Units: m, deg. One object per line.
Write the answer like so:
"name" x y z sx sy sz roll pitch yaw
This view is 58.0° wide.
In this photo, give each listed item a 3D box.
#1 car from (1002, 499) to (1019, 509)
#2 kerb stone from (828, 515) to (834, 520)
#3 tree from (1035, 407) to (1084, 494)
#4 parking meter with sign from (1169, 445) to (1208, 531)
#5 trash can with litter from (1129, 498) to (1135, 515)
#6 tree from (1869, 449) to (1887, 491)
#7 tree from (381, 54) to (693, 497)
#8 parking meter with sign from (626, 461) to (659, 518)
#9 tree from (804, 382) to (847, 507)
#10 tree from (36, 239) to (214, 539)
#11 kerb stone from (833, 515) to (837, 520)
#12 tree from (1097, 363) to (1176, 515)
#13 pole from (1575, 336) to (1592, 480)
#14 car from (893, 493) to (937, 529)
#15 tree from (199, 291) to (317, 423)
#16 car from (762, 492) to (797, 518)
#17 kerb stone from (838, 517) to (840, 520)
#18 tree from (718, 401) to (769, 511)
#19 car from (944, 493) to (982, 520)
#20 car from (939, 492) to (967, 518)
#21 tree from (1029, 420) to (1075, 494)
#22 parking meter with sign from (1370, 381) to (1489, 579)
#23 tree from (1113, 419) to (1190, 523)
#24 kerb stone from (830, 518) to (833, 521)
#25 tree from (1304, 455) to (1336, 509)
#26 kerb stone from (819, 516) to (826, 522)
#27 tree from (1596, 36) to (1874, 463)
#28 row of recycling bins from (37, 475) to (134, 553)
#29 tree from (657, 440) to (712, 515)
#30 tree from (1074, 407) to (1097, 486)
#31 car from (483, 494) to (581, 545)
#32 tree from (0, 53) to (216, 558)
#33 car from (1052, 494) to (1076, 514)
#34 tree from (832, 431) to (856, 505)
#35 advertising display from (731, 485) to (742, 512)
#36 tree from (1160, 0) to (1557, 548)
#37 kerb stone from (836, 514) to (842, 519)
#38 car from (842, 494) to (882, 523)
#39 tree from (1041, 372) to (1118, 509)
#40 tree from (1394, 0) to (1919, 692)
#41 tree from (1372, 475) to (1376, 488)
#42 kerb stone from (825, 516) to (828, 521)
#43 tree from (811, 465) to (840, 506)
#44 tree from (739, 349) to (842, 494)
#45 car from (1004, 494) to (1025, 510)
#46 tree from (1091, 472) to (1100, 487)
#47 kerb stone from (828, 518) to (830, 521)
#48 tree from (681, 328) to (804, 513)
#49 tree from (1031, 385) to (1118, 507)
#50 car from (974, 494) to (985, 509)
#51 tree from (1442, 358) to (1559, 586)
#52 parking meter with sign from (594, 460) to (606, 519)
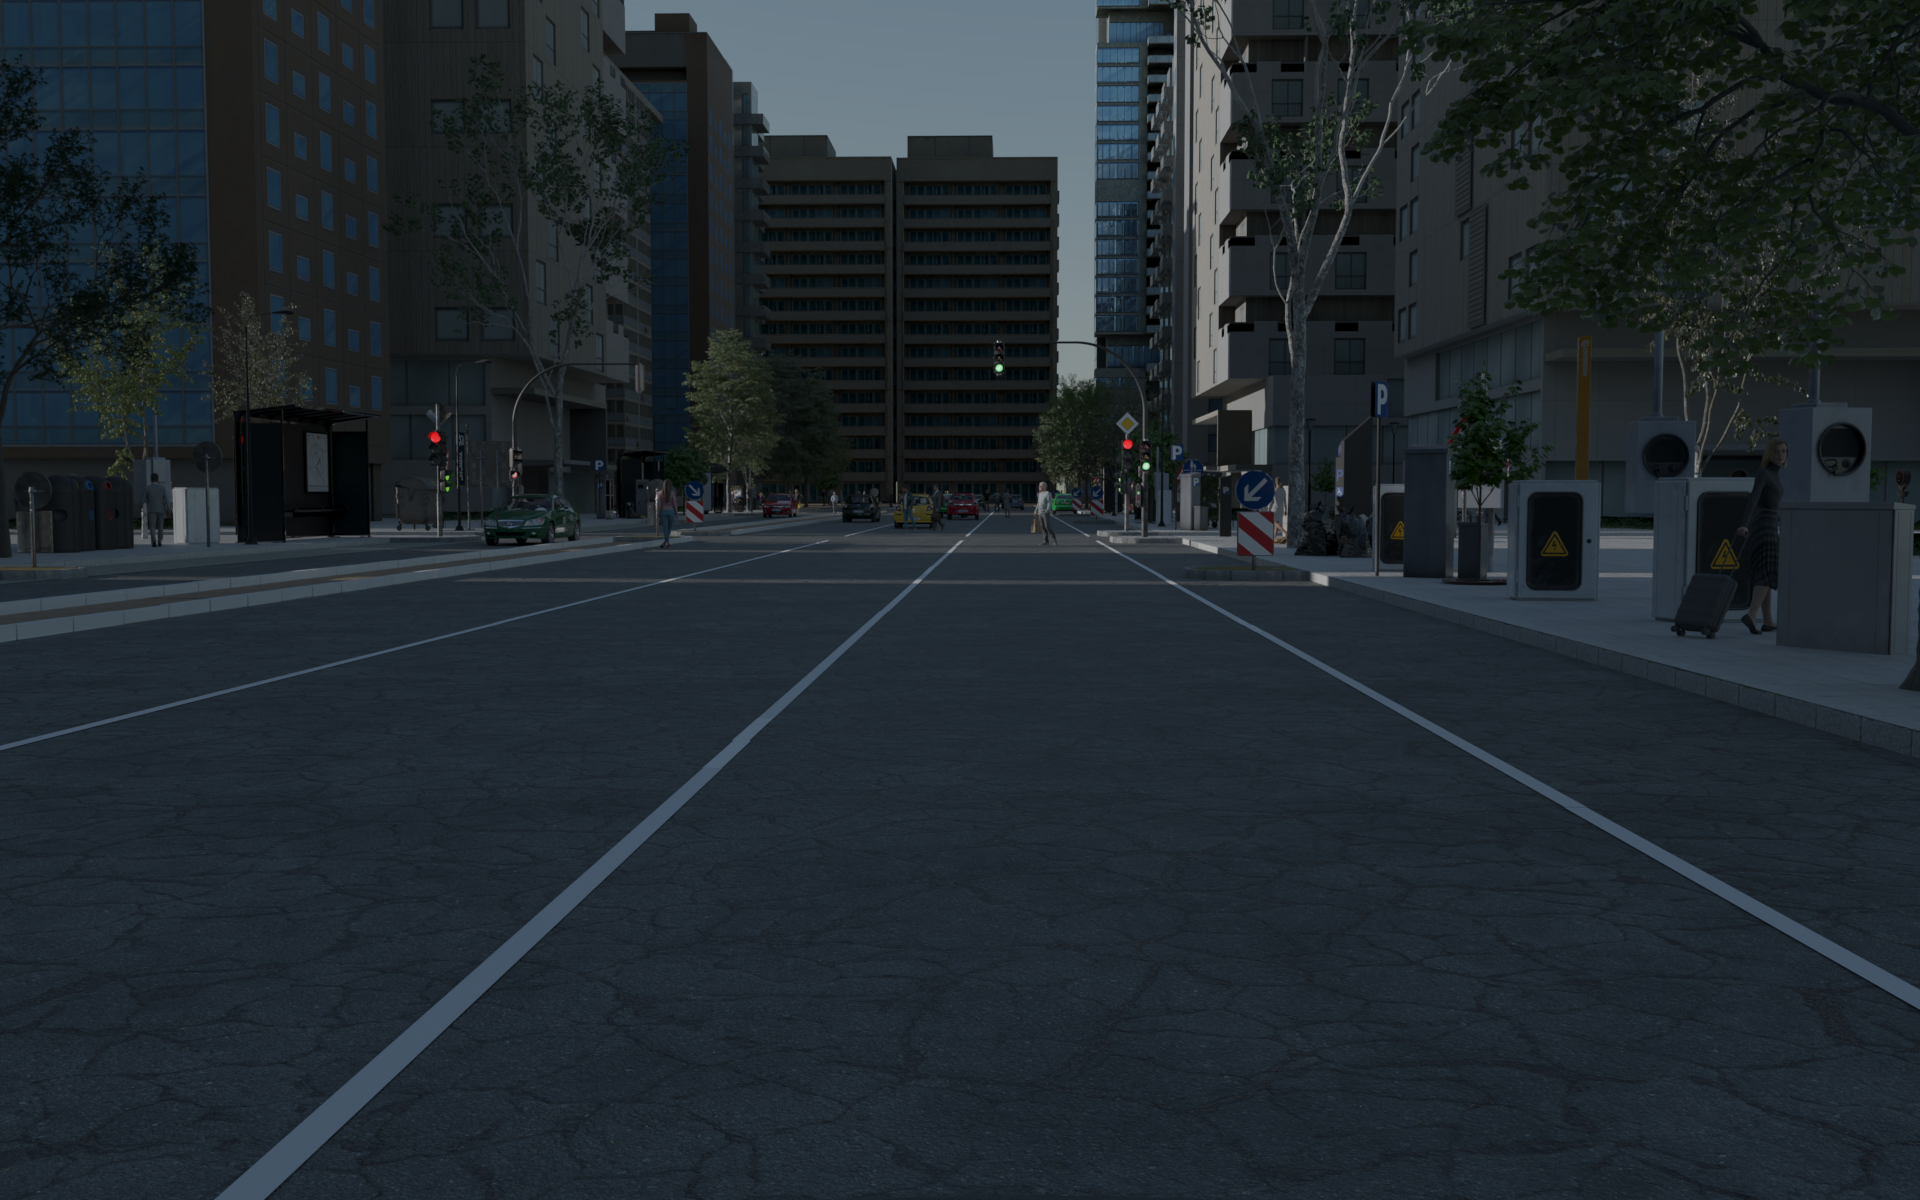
"car" 5.022 -9.800 172.807 1.945 1.354 3.894 0 4 2
"kerb stone" -6.980 -4.322 92.861 0.120 0.150 1.000 0 4 2
"tree" 12.447 -17.799 209.147 7.486 12.596 7.792 0 3 0
"parking meter with sign" 8.098 -3.958 60.970 0.543 3.016 1.738 -2 4 -29
"trash can with litter" 10.924 -5.936 108.443 1.055 1.170 0.624 -2 4 -29
"tree" 33.483 -4.255 64.168 1.663 3.219 1.824 0 3 0
"tree" -18.390 -13.438 75.601 12.611 20.169 13.585 0 3 0
"parking meter with sign" -16.771 -5.822 91.458 1.738 3.016 0.543 0 4 -2
"tree" -14.806 -15.444 170.644 7.486 12.596 7.792 0 3 0
"tree" -23.556 -6.048 49.248 4.737 8.622 4.395 0 3 0
"kerb stone" -6.941 -4.385 93.885 0.120 0.150 1.000 0 4 2
"tree" 9.804 -8.884 95.617 4.360 8.622 3.978 0 3 0
"pole" 8.092 -1.755 22.537 0.158 3.312 0.155 0 3 0
"car" -1.857 -3.859 73.324 2.015 1.641 3.980 0 4 2
"tree" -25.123 -6.862 62.560 4.360 8.622 3.978 0 3 0
"car" -10.951 -5.896 105.441 2.155 1.783 4.494 0 3 0
"kerb stone" -6.875 -4.510 95.932 0.120 0.150 1.000 0 4 2
"tree" -16.308 -11.071 131.369 4.360 8.622 3.978 0 3 0
"car" 0.179 -5.408 97.458 2.155 1.783 4.494 0 4 1
"car" -0.496 -5.892 105.125 1.959 1.807 4.718 0 4 4
"tree" 12.363 -16.185 199.043 8.767 10.594 7.601 -1 4 -9
"parking meter with sign" 7.203 -1.852 26.541 1.738 3.016 0.543 2 4 35
"tree" 8.447 -5.649 76.080 4.285 4.588 4.351 0 3 0
"kerb stone" -7.007 -4.259 91.839 0.120 0.150 1.000 0 4 2
"tree" 18.059 -5.550 85.346 1.663 3.219 1.824 0 3 0
"kerb stone" -7.100 -4.071 88.763 0.120 0.150 1.000 0 4 2
"tree" 11.801 -4.704 27.273 4.360 8.622 3.978 0 3 0
"row of recycling bins" -19.837 -1.965 39.249 1.069 1.692 3.534 0 4 -2
"tree" -16.634 -7.387 104.495 4.285 4.588 4.351 0 3 0
"tree" 9.393 -9.498 105.646 4.360 8.622 3.978 0 3 0
"car" -12.243 -2.324 49.793 2.131 1.459 4.920 0 4 2
"tree" -19.302 -6.147 34.915 8.767 10.594 7.601 -1 4 -12
"car" 7.468 -7.010 123.406 1.959 1.807 4.718 0 4 3
"tree" -13.611 -15.024 196.002 4.737 8.622 4.395 0 3 0
"advertising display" -16.288 -7.409 126.347 0.974 1.923 0.123 2 4 32
"tree" 9.433 -11.277 40.273 12.611 20.169 13.585 0 3 0
"kerb stone" -6.853 -4.573 96.962 0.120 0.150 1.000 0 4 2
"car" -5.034 -4.825 88.676 2.009 1.686 4.222 0 4 2
"tree" 10.790 -13.591 147.973 9.928 11.665 9.643 0 3 0
"tree" 6.837 -5.668 10.804 7.486 12.596 7.792 0 3 0
"tree" 20.715 -5.879 90.728 1.663 3.219 1.824 0 3 0
"kerb stone" -7.066 -4.134 89.785 0.120 0.150 1.000 0 4 2
"tree" -14.300 -12.316 185.075 4.285 4.588 4.351 0 3 0
"tree" -14.933 -14.926 150.697 9.857 13.997 8.962 0 3 0
"car" 4.880 -8.821 156.223 2.014 1.417 4.499 0 4 1
"tree" 10.559 -8.218 128.959 1.663 3.219 1.824 0 3 0
"kerb stone" -7.036 -4.196 90.807 0.120 0.150 1.000 0 4 2
"tree" -15.543 -12.291 119.091 7.486 12.596 7.792 0 3 0
"tree" 12.048 -15.798 175.298 9.611 12.733 9.660 0 3 0
"car" 1.543 -9.284 163.586 2.131 1.459 4.920 0 4 2
"tree" 7.338 -1.834 24.596 1.663 3.219 1.824 0 3 0
"parking meter with sign" -18.524 -5.701 89.468 0.543 3.016 1.738 0 4 -5
